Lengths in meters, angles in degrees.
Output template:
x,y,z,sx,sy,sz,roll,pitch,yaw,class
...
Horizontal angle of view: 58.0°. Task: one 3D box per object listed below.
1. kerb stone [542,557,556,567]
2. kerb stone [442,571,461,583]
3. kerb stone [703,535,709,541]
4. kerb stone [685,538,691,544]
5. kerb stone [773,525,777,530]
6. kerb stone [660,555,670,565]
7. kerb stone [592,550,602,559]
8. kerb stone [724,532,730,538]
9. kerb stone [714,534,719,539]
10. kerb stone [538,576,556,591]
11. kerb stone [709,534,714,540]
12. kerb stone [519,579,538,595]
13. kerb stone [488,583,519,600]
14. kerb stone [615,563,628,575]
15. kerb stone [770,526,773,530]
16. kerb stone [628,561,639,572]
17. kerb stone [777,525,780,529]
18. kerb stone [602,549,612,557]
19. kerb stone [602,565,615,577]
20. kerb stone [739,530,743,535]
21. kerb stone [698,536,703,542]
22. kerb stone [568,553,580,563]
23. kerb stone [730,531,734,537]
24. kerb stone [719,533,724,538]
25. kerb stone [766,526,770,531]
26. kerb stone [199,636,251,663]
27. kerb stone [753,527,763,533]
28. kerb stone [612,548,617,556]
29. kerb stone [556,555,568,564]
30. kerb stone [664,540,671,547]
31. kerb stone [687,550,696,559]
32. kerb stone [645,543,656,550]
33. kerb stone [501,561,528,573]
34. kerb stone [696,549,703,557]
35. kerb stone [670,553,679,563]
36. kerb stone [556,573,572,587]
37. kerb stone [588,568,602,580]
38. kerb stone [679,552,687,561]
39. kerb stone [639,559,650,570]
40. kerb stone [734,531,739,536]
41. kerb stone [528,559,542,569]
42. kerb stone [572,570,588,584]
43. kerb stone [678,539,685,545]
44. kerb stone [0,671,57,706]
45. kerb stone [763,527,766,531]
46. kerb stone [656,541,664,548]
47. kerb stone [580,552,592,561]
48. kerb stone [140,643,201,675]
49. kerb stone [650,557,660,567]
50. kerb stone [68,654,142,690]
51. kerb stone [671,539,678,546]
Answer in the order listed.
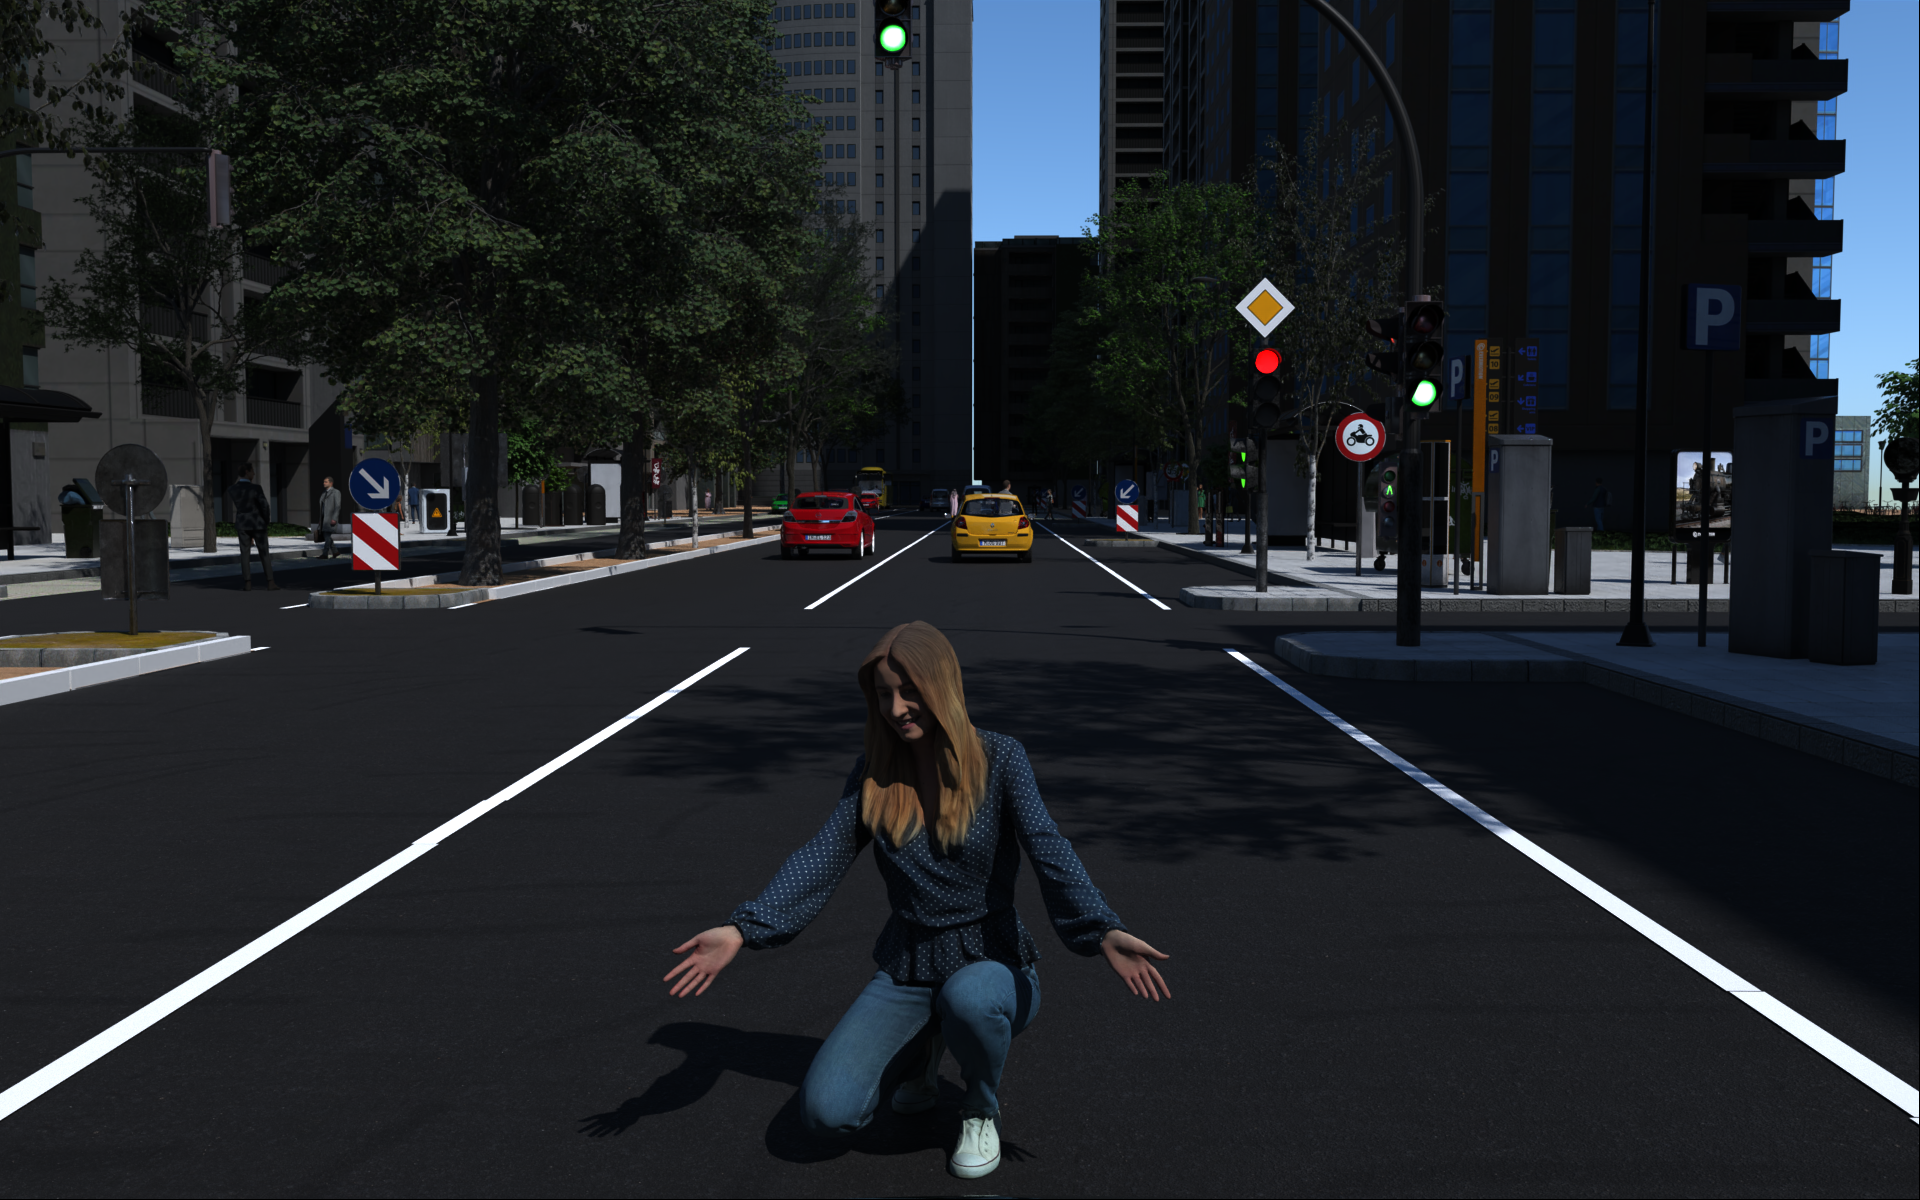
x,y,z,sx,sy,sz,roll,pitch,yaw,class
-8.217,-0.731,34.204,0.120,0.150,1.000,0,4,1,kerb stone
-8.339,-0.355,28.065,0.120,0.150,1.000,0,4,1,kerb stone
-7.855,-1.862,52.652,0.120,0.150,1.000,0,4,1,kerb stone
-7.910,-1.672,49.584,0.120,0.150,1.000,0,4,1,kerb stone
-7.537,-2.867,69.072,0.120,0.150,1.000,0,4,1,kerb stone
-6.101,-0.795,35.189,0.120,0.150,1.000,0,4,1,kerb stone
-8.138,-0.984,38.295,0.120,0.150,1.000,0,4,1,kerb stone
-7.772,-2.112,56.749,0.120,0.150,1.000,0,4,1,kerb stone
-7.816,-1.988,54.702,0.120,0.150,1.000,0,4,1,kerb stone
-6.284,-0.231,25.970,0.120,0.150,1.000,0,4,1,kerb stone
-7.842,-1.925,53.674,0.120,0.150,1.000,0,4,1,kerb stone
-6.307,-0.167,24.949,0.120,0.150,1.000,0,4,1,kerb stone
-6.319,-0.105,23.920,0.120,0.150,1.000,0,4,1,kerb stone
-6.177,-0.544,31.095,0.120,0.150,1.000,0,4,1,kerb stone
-7.551,-2.805,68.050,0.120,0.150,1.000,0,4,1,kerb stone
-6.161,-0.607,32.119,0.120,0.150,1.000,0,4,1,kerb stone
-7.512,-2.930,70.106,0.120,0.150,1.000,0,4,1,kerb stone
-8.120,-1.047,39.322,0.120,0.150,1.000,0,4,1,kerb stone
-6.202,-0.482,30.074,0.120,0.150,1.000,0,4,1,kerb stone
-7.713,-2.300,59.836,0.120,0.150,1.000,0,4,1,kerb stone
-7.880,-1.800,51.630,0.120,0.150,1.000,0,4,1,kerb stone
-8.184,-0.856,36.248,0.120,0.150,1.000,0,4,1,kerb stone
-7.753,-2.172,57.780,0.120,0.150,1.000,0,4,1,kerb stone
-7.800,-2.046,55.727,0.120,0.150,1.000,0,4,1,kerb stone
-7.577,-2.742,67.026,0.120,0.150,1.000,0,4,1,kerb stone
-6.491,0.429,15.181,0.120,0.150,1.000,0,4,1,kerb stone
-7.618,-2.615,64.956,0.120,0.150,1.000,0,4,1,kerb stone
-8.096,-1.110,40.344,0.120,0.150,1.000,0,4,1,kerb stone
-8.206,-0.792,35.226,0.120,0.150,1.000,0,4,1,kerb stone
-7.982,-1.485,46.507,0.120,0.150,1.000,0,4,1,kerb stone
-6.036,-0.983,38.269,0.120,0.150,1.000,0,4,1,kerb stone
-8.025,-1.359,44.452,0.120,0.150,1.000,0,4,1,kerb stone
-8.266,-0.605,32.160,0.120,0.150,1.000,0,4,1,kerb stone
-6.024,-1.037,39.299,0.120,0.150,1.000,0,4,1,kerb stone
-6.075,-0.855,36.212,0.120,0.150,1.000,0,4,1,kerb stone
-6.268,-0.294,27.001,0.120,0.150,1.000,0,4,1,kerb stone
-6.220,-0.414,29.052,0.120,0.150,1.000,0,4,1,kerb stone
-6.063,-0.920,37.239,0.120,0.150,1.000,0,4,1,kerb stone
-6.142,-0.669,33.142,0.120,0.150,1.000,0,4,1,kerb stone
-7.740,-2.240,58.814,0.120,0.150,1.000,0,4,1,kerb stone
-8.244,-0.666,33.182,0.120,0.150,1.000,0,4,1,kerb stone
-6.239,-0.356,28.023,0.120,0.150,1.000,0,4,1,kerb stone
-7.938,-1.612,48.554,0.120,0.150,1.000,0,4,1,kerb stone
-6.550,0.617,12.106,0.120,0.150,1.000,0,4,1,kerb stone
-7.602,-2.679,65.995,0.120,0.150,1.000,0,4,1,kerb stone
-8.000,-1.424,45.483,0.120,0.150,1.000,0,4,1,kerb stone
-8.156,-0.922,37.273,0.120,0.150,1.000,0,4,1,kerb stone
-6.516,0.492,14.159,0.120,0.150,1.000,0,4,1,kerb stone
-6.115,-0.732,34.167,0.120,0.150,1.000,0,4,1,kerb stone
-6.533,0.554,13.137,0.120,0.150,1.000,0,4,1,kerb stone
-7.954,-1.549,47.529,0.120,0.150,1.000,0,4,1,kerb stone
